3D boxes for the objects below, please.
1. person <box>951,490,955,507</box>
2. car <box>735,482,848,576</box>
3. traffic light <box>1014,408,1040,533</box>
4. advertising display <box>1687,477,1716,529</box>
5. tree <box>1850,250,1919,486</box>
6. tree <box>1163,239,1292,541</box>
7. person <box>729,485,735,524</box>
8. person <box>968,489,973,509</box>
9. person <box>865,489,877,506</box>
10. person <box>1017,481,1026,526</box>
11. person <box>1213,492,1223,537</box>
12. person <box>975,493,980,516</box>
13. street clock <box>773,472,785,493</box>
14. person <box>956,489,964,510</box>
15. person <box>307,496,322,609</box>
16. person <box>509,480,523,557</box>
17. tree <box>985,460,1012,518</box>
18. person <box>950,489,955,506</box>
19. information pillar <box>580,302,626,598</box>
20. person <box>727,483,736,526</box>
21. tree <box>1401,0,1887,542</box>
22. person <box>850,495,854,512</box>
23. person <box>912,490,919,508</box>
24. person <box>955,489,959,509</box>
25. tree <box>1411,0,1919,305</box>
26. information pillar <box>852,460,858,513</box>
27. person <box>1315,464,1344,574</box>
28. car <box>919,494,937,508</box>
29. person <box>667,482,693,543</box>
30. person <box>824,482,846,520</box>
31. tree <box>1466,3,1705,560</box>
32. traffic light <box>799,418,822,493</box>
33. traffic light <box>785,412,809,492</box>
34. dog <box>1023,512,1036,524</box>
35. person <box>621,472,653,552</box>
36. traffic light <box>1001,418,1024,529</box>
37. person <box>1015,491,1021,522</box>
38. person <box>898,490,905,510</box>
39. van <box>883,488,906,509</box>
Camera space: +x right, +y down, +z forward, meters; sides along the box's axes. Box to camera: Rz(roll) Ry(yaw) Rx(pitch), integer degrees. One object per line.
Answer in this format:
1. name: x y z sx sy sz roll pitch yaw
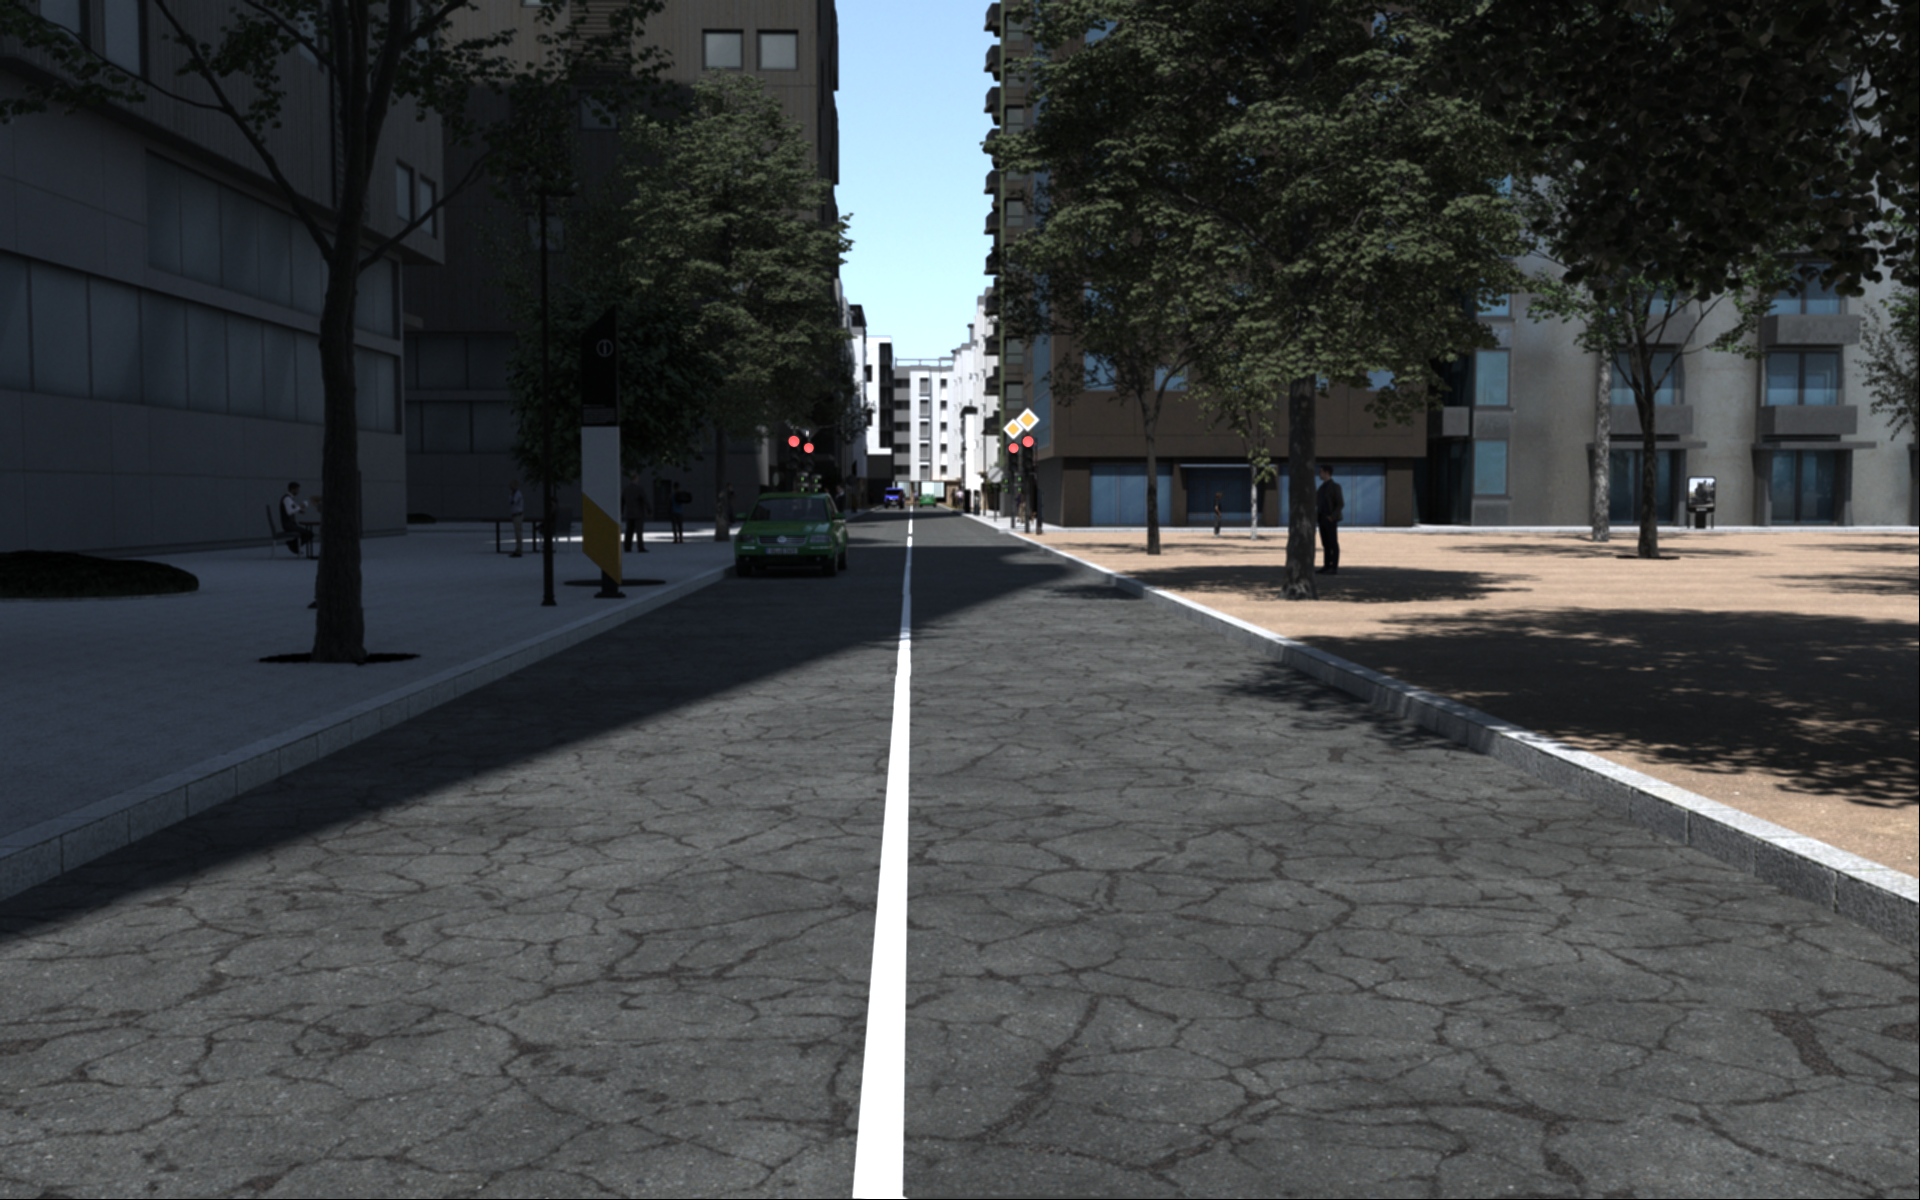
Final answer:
1. person: -0.571 -10.177 173.160 0.721 1.735 1.217 -3 4 -38
2. car: -3.025 -1.391 31.535 1.959 1.807 4.718 0 4 0
3. traffic light: 2.178 -4.126 56.388 0.839 4.253 0.868 0 4 -2
4. advertising display: 27.423 -3.602 64.104 0.974 1.923 0.123 0 4 6
5. tree: 28.176 -6.100 50.093 4.360 8.622 3.978 0 3 0
6. tree: 7.881 -5.933 47.362 4.737 8.622 4.395 0 3 0
7. person: -10.135 -4.177 75.141 0.742 1.727 0.445 -2 4 -32
8. person: 0.798 -8.612 147.513 0.621 1.740 0.551 0 4 1
9. person: -9.910 -11.447 193.131 1.348 1.831 0.705 -1 4 -11
10. person: 2.554 -3.934 70.486 0.434 1.807 0.598 0 4 -8
11. person: 7.759 -2.568 51.935 0.340 1.345 0.435 -1 4 -10
12. person: 1.002 -5.460 99.228 0.340 1.345 0.435 -2 4 -35
13. street clock: -5.966 -3.211 57.078 0.358 2.002 0.471 -2 4 -34
14. person: 0.017 -8.193 140.931 0.756 1.711 0.436 0 4 5
15. person: -7.082 -0.580 19.428 0.435 1.345 0.340 -2 4 -32
16. person: -9.067 -1.663 35.302 0.319 1.574 0.516 -1 4 -10
17. tree: 1.896 -6.112 94.539 1.663 3.219 1.824 0 3 0
18. person: -0.645 -10.315 174.701 0.705 1.824 1.348 -2 4 -24
19. information pillar: -4.410 -1.833 21.329 0.504 3.616 0.183 1 4 11
20. person: -9.217 -3.811 69.175 0.431 1.722 0.655 -2 4 -32
21. tree: 18.416 -11.566 44.993 12.611 20.169 13.585 0 3 0
22. person: -7.806 -7.244 126.757 0.388 1.546 0.482 1 4 21
23. person: -4.599 -10.333 177.314 0.709 1.838 0.599 2 4 26
24. person: -0.212 -8.992 153.794 0.721 1.736 1.217 -1 4 -18
25. tree: 5.212 -6.165 7.451 9.857 13.997 8.962 0 3 0
26. information pillar: -7.177 -7.737 117.852 0.183 3.616 0.504 2 4 26
27. person: 5.740 -1.299 27.807 0.750 1.759 0.617 0 4 -4
28. car: -3.441 -10.791 185.223 1.959 1.807 4.718 0 4 0
29. person: -7.324 -2.283 45.233 0.647 1.594 0.662 -1 4 -23
30. person: -3.152 -2.086 43.415 0.742 1.727 0.445 2 4 28
31. tree: 13.482 -6.622 34.030 9.928 11.665 9.643 0 3 0
32. traffic light: -5.560 -4.601 64.147 0.839 4.253 0.868 0 4 -2
33. traffic light: -5.340 -4.113 56.165 0.839 4.253 0.868 0 4 -2
34. dog: 2.941 -3.463 73.455 0.540 0.507 0.406 -1 4 -12
35. person: -7.163 -1.934 38.212 0.990 1.755 0.434 2 4 32
36. traffic light: 1.958 -4.615 64.370 0.839 4.253 0.868 0 4 -2
37. person: 2.620 -4.293 78.598 0.546 1.535 0.453 0 4 3
38. person: -5.316 -9.053 156.479 0.705 1.831 1.348 1 4 21
39. van: -6.471 -10.207 171.271 2.240 2.365 5.245 0 4 -1
